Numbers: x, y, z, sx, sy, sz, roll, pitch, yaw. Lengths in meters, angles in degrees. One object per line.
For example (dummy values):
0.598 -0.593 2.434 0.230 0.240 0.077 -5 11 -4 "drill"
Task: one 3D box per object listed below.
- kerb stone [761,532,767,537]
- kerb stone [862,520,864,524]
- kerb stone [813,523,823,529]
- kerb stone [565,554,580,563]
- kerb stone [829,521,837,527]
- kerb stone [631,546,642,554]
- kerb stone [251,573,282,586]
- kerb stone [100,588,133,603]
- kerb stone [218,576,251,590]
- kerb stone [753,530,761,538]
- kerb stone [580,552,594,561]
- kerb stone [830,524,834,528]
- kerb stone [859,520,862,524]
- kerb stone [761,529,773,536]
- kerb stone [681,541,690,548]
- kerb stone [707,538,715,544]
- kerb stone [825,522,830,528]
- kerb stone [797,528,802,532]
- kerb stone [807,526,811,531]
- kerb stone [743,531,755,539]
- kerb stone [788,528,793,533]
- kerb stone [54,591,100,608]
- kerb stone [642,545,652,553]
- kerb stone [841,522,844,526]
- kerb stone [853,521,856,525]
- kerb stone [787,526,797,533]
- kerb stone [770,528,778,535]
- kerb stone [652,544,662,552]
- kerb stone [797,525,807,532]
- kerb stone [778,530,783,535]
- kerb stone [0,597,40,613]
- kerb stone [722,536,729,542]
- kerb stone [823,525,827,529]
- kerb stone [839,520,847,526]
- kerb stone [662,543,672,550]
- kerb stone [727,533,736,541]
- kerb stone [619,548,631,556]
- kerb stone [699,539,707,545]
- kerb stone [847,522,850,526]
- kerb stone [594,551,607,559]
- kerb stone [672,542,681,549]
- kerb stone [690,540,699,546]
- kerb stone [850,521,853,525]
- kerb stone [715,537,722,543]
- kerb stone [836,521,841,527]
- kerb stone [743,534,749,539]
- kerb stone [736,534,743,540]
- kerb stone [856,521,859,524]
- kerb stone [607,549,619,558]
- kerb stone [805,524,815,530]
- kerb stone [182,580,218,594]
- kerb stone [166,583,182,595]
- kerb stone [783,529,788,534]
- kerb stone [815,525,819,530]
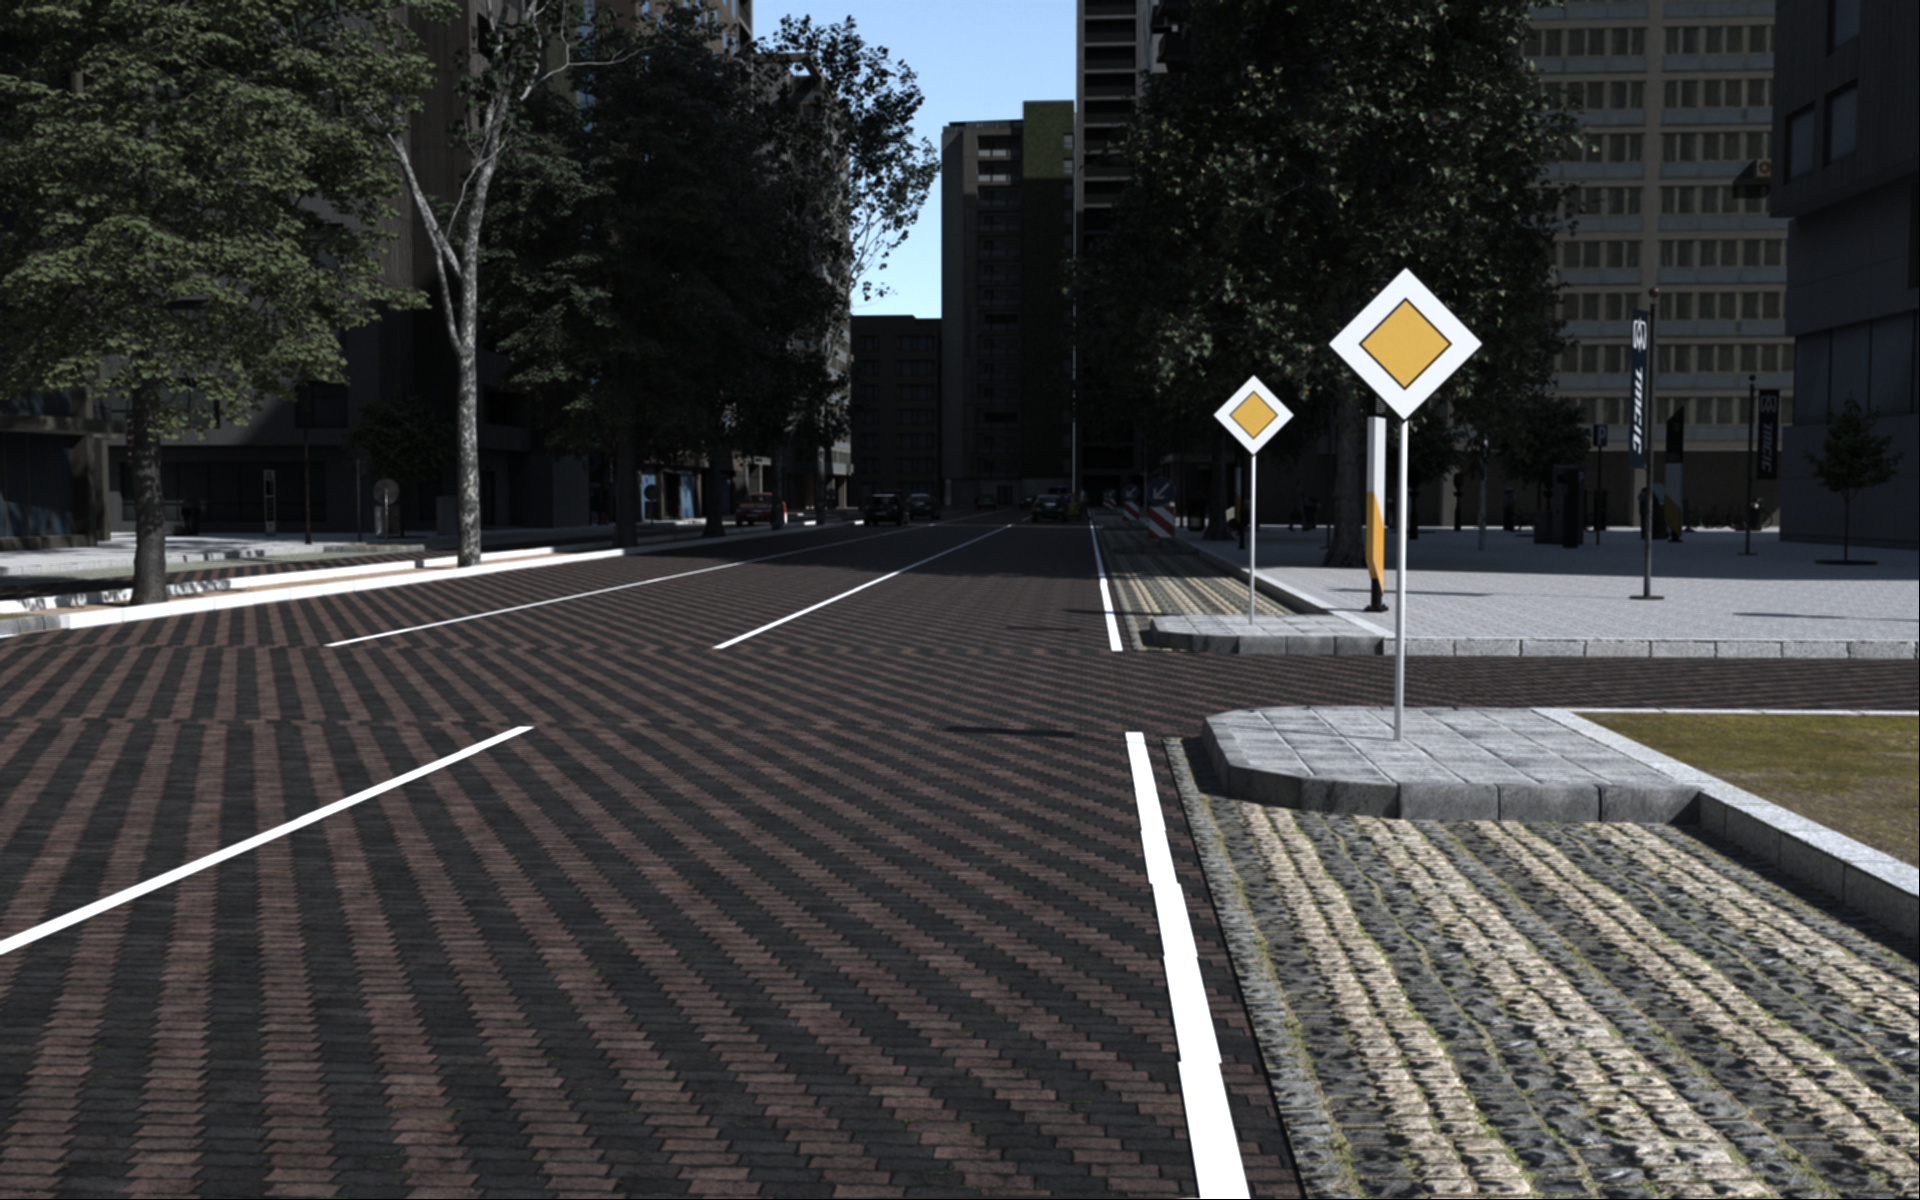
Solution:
-6.666 -2.175 57.750 0.120 0.150 1.000 0 4 4 "kerb stone"
-4.831 -3.727 83.287 0.120 0.150 1.000 0 4 4 "kerb stone"
-5.790 -2.925 70.015 0.120 0.150 1.000 0 4 4 "kerb stone"
-8.224 -0.861 36.278 0.120 0.150 1.000 0 4 4 "kerb stone"
-5.483 -3.175 74.101 0.120 0.150 1.000 0 4 4 "kerb stone"
-7.853 -1.173 41.380 0.120 0.150 1.000 0 4 4 "kerb stone"
-10.976 -0.307 27.208 0.120 0.150 1.000 0 4 4 "kerb stone"
-11.276 -0.054 23.130 0.120 0.150 1.000 0 4 4 "kerb stone"
-11.058 -0.244 26.189 0.120 0.150 1.000 0 4 4 "kerb stone"
-6.739 -2.112 56.722 0.120 0.150 1.000 0 4 4 "kerb stone"
-8.147 -0.924 37.297 0.120 0.150 1.000 0 4 4 "kerb stone"
-5.561 -3.108 73.079 0.120 0.150 1.000 0 4 4 "kerb stone"
-4.892 -3.674 82.265 0.120 0.150 1.000 0 4 4 "kerb stone"
-6.592 -2.237 58.770 0.120 0.150 1.000 0 4 4 "kerb stone"
-7.483 -1.485 46.498 0.120 0.150 1.000 0 4 4 "kerb stone"
-7.263 -1.674 49.558 0.120 0.150 1.000 0 4 4 "kerb stone"
-5.639 -3.049 72.059 0.120 0.150 1.000 0 4 4 "kerb stone"
-6.155 -2.612 64.910 0.120 0.150 1.000 0 4 4 "kerb stone"
-6.001 -2.734 66.948 0.120 0.150 1.000 0 4 4 "kerb stone"
-6.813 -2.049 55.702 0.120 0.150 1.000 0 4 4 "kerb stone"
-6.300 -2.487 62.862 0.120 0.150 1.000 0 4 4 "kerb stone"
-11.354 0.005 22.107 0.120 0.150 1.000 0 4 4 "kerb stone"
-7.780 -1.236 42.402 0.120 0.150 1.000 0 4 4 "kerb stone"
-5.337 -3.299 76.140 0.120 0.150 1.000 0 4 4 "kerb stone"
-5.045 -3.549 80.222 0.120 0.150 1.000 0 4 4 "kerb stone"
-6.230 -2.548 63.882 0.120 0.150 1.000 0 4 4 "kerb stone"
-6.529 -2.300 59.796 0.120 0.150 1.000 0 4 4 "kerb stone"
-7.709 -1.289 43.422 0.120 0.150 1.000 0 4 4 "kerb stone"
-6.078 -2.675 65.929 0.120 0.150 1.000 0 4 4 "kerb stone"
-6.445 -2.358 60.815 0.120 0.150 1.000 0 4 4 "kerb stone"
-11.424 0.068 21.088 0.120 0.150 1.000 0 4 4 "kerb stone"
-7.108 -1.795 51.613 0.120 0.150 1.000 0 4 4 "kerb stone"
-5.706 -2.987 71.039 0.120 0.150 1.000 0 4 4 "kerb stone"
-5.267 -3.362 77.160 0.120 0.150 1.000 0 4 4 "kerb stone"
-7.637 -1.354 44.448 0.120 0.150 1.000 0 4 4 "kerb stone"
-7.035 -1.859 52.637 0.120 0.150 1.000 0 4 4 "kerb stone"
-7.926 -1.110 40.360 0.120 0.150 1.000 0 4 4 "kerb stone"
-7.340 -1.606 48.539 0.120 0.150 1.000 0 4 4 "kerb stone"
-5.197 -3.424 78.180 0.120 0.150 1.000 0 4 4 "kerb stone"
-8.070 -0.986 38.319 0.120 0.150 1.000 0 4 4 "kerb stone"
-7.559 -1.424 45.477 0.120 0.150 1.000 0 4 4 "kerb stone"
-7.413 -1.547 47.517 0.120 0.150 1.000 0 4 4 "kerb stone"
-5.123 -3.486 79.203 0.120 0.150 1.000 0 4 4 "kerb stone"
-7.187 -1.733 50.585 0.120 0.150 1.000 0 4 4 "kerb stone"
-5.416 -3.237 75.121 0.120 0.150 1.000 0 4 4 "kerb stone"
-6.894 -1.987 54.683 0.120 0.150 1.000 0 4 4 "kerb stone"
-6.967 -1.924 53.657 0.120 0.150 1.000 0 4 4 "kerb stone"
-4.972 -3.611 81.242 0.120 0.150 1.000 0 4 4 "kerb stone"
-8.002 -1.043 39.340 0.120 0.150 1.000 0 4 4 "kerb stone"
-5.926 -2.798 67.968 0.120 0.150 1.000 0 4 4 "kerb stone"
-11.127 -0.182 25.169 0.120 0.150 1.000 0 4 4 "kerb stone"
-11.200 -0.114 24.149 0.120 0.150 1.000 0 4 4 "kerb stone"
-6.378 -2.422 61.838 0.120 0.150 1.000 0 4 4 "kerb stone"
-5.850 -2.862 68.988 0.120 0.150 1.000 0 4 4 "kerb stone"
